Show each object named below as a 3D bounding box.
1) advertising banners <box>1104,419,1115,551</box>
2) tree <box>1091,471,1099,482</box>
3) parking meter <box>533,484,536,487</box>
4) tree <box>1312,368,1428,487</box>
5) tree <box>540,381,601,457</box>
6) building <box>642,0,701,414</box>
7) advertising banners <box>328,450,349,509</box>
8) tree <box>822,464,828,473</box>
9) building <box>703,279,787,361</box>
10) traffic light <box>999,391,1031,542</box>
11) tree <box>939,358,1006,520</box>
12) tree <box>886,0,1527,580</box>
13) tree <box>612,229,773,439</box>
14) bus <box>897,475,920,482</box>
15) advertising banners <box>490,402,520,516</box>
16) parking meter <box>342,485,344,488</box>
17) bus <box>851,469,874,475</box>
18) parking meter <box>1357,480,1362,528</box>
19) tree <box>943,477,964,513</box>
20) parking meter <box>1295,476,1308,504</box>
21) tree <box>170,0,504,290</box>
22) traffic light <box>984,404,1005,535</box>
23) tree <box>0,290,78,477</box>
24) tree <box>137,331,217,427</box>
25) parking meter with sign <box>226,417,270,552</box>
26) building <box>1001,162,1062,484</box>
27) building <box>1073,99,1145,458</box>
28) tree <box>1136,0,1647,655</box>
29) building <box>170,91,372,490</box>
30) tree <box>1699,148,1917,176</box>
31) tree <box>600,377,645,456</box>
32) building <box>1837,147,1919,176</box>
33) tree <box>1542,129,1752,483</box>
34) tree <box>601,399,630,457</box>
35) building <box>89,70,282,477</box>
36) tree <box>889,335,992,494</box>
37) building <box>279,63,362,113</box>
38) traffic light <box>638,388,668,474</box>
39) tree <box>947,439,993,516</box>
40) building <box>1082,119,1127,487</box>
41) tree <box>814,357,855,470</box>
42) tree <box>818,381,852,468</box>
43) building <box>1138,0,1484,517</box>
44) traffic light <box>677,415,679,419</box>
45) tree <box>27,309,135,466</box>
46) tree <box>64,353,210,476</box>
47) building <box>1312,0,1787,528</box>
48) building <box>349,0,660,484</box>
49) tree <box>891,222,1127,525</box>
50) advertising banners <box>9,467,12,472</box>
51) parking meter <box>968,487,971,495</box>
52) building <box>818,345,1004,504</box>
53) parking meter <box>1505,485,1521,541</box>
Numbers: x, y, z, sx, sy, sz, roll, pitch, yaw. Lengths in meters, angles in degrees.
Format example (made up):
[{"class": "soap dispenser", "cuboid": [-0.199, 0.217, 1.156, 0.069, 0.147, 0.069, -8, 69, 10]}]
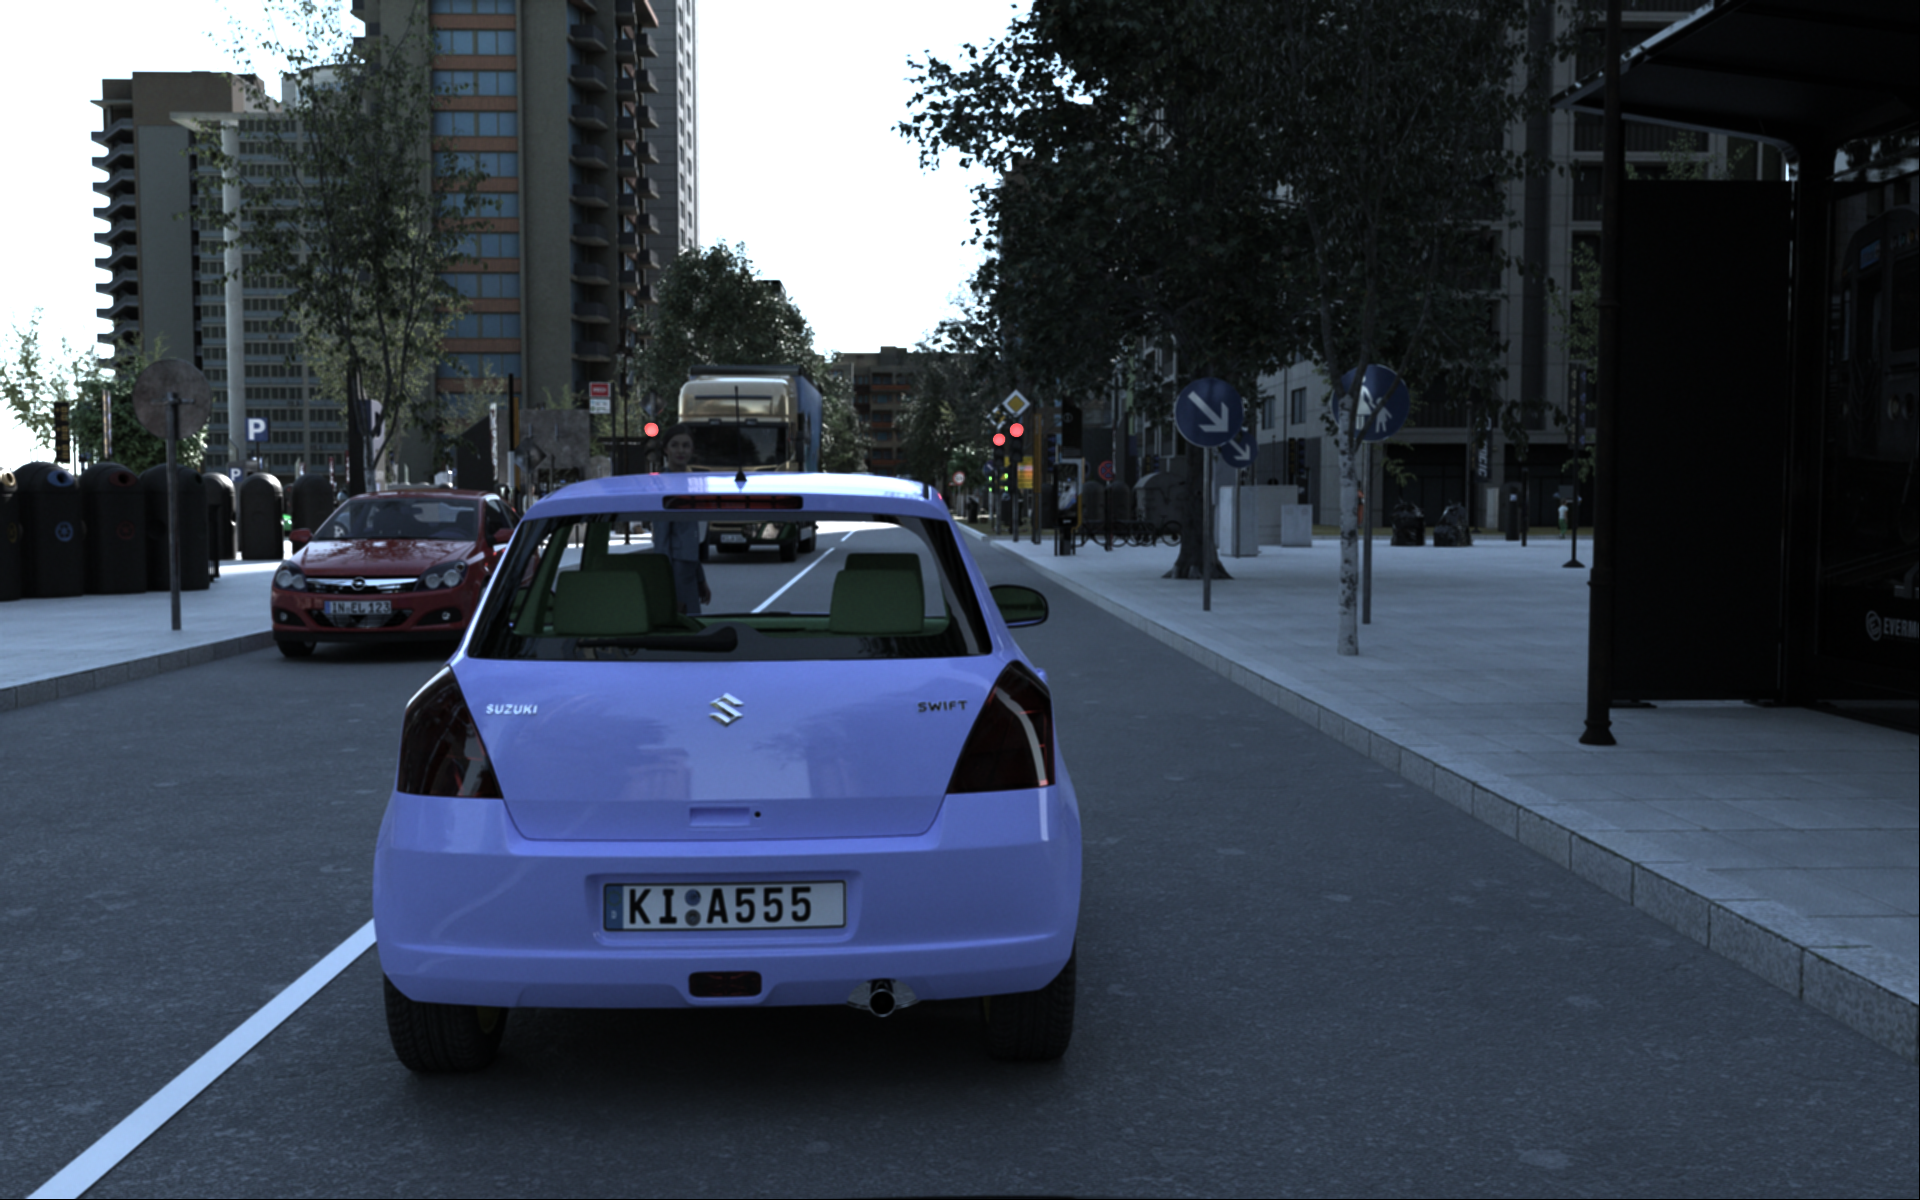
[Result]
[{"class": "advertising banners", "cuboid": [3.449, -2.657, 39.631, 0.090, 3.025, 2.074, 1, 4, 10]}, {"class": "tree", "cuboid": [9.208, -8.001, 125.424, 1.663, 3.219, 1.824, 0, 3, 0]}, {"class": "parking meter", "cuboid": [-19.701, -4.525, 79.703, 0.399, 1.863, 0.255, 3, 5, 40]}, {"class": "tree", "cuboid": [14.415, -6.752, 60.756, 4.737, 8.622, 4.395, 0, 3, 0]}, {"class": "tree", "cuboid": [-26.142, -9.942, 112.918, 4.737, 8.622, 4.395, 0, 3, 0]}, {"class": "building", "cuboid": [-38.100, -45.316, 179.160, 20.611, 71.187, 20.563, 0, 4, -2]}, {"class": "advertising banners", "cuboid": [-24.415, -4.401, 68.143, 0.090, 3.025, 2.074, 1, 4, 10]}, {"class": "tree", "cuboid": [-12.318, -9.588, 140.473, 4.285, 4.588, 4.351, 0, 3, 0]}, {"class": "building", "cuboid": [-30.384, -28.208, 232.908, 14.107, 30.474, 14.160, 0, 4, -2]}, {"class": "traffic light", "cuboid": [1.477, -3.515, 46.397, 0.839, 4.253, 0.868, 0, 4, -2]}, {"class": "tree", "cuboid": [1.359, -8.346, 86.824, 4.360, 8.622, 3.978, 0, 3, 0]}, {"class": "tree", "cuboid": [3.693, -6.662, 25.927, 9.611, 12.733, 9.660, 0, 3, 0]}, {"class": "tree", "cuboid": [-10.542, -9.697, 75.548, 9.611, 12.733, 9.660, 0, 3, 0]}, {"class": "bus", "cuboid": [-5.294, -10.843, 172.144, 2.948, 3.499, 13.247, 0, 4, -3]}, {"class": "advertising banners", "cuboid": [-8.561, -2.223, 32.540, 0.090, 3.025, 2.074, -2, 4, -27]}, {"class": "parking meter", "cuboid": [-36.347, -5.919, 102.480, 0.399, 1.863, 0.255, 0, 4, 3]}, {"class": "bus", "cuboid": [-8.601, -9.347, 147.690, 2.948, 3.499, 13.247, 0, 4, -1]}, {"class": "parking meter", "cuboid": [14.761, -3.605, 64.657, 0.399, 1.863, 0.255, 3, 4, 37]}, {"class": "tree", "cuboid": [-0.134, -7.677, 120.118, 1.663, 3.219, 1.824, 0, 3, 0]}, {"class": "parking meter", "cuboid": [11.137, -3.107, 56.511, 0.399, 1.863, 0.255, 0, 4, 4]}, {"class": "tree", "cuboid": [-7.774, -4.409, 22.452, 4.360, 8.622, 3.978, 0, 3, 0]}, {"class": "traffic light", "cuboid": [1.192, -4.003, 54.377, 0.839, 4.253, 0.868, 0, 4, -2]}, {"class": "tree", "cuboid": [-33.442, -6.885, 62.926, 4.737, 8.622, 4.395, 0, 3, 0]}, {"class": "tree", "cuboid": [-35.617, -7.747, 77.022, 4.737, 8.622, 4.395, 0, 3, 0]}, {"class": "parking meter with sign", "cuboid": [-16.025, -2.592, 38.640, 0.543, 3.016, 1.738, 0, 4, 3]}, {"class": "building", "cuboid": [12.701, -35.689, 233.617, 14.200, 45.320, 14.600, 0, 4, -2]}, {"class": "building", "cuboid": [18.343, -30.663, 184.937, 14.154, 41.232, 14.086, 0, 4, -2]}, {"class": "tree", "cuboid": [3.102, -3.852, 13.343, 4.360, 8.622, 3.978, 0, 3, 0]}, {"class": "building", "cuboid": [-60.166, -29.433, 173.110, 23.993, 40.220, 32.217, 0, 4, -2]}, {"class": "tree", "cuboid": [14.604, -4.795, 28.763, 4.360, 8.622, 3.978, 0, 3, 0]}, {"class": "tree", "cuboid": [-20.203, -9.540, 106.338, 4.360, 8.622, 3.978, 0, 3, 0]}, {"class": "building", "cuboid": [57.624, -32.843, 78.984, 28.212, 58.520, 21.231, 0, 4, -2]}, {"class": "tree", "cuboid": [13.823, -5.162, 34.754, 4.737, 8.622, 4.395, 0, 3, 0]}, {"class": "tree", "cuboid": [-25.475, -10.769, 126.440, 4.737, 8.622, 4.395, 0, 3, 0]}, {"class": "building", "cuboid": [-79.981, -32.467, 180.947, 14.200, 45.320, 14.600, 0, 4, -2]}, {"class": "tree", "cuboid": [-1.845, -21.068, 200.347, 12.611, 20.169, 13.585, 0, 3, 0]}, {"class": "building", "cuboid": [-75.660, -42.366, 234.689, 28.212, 58.520, 21.231, 0, 4, -2]}, {"class": "traffic light", "cuboid": [-8.127, -3.493, 46.038, 0.839, 4.253, 0.868, 0, 4, -2]}, {"class": "tree", "cuboid": [0.703, -7.314, 103.299, 4.285, 4.588, 4.351, 0, 3, 0]}, {"class": "building", "cuboid": [23.001, -51.898, 161.206, 22.319, 86.520, 31.000, 0, 4, -2]}, {"class": "tree", "cuboid": [-11.827, -11.939, 120.950, 9.928, 11.665, 9.643, 0, 3, 0]}, {"class": "tree", "cuboid": [-11.749, -12.093, 132.138, 7.601, 10.594, 8.767, -1, 4, -19]}, {"class": "building", "cuboid": [22.151, -41.616, 118.678, 20.563, 71.187, 20.611, 0, 4, -2]}, {"class": "traffic light", "cuboid": [-8.413, -3.982, 54.018, 0.839, 4.253, 0.868, 0, 4, -2]}, {"class": "tree", "cuboid": [-34.452, -7.221, 68.422, 4.360, 8.622, 3.978, 0, 3, 0]}, {"class": "tree", "cuboid": [-19.255, -3.489, 40.752, 4.285, 4.588, 4.351, 0, 3, 0]}, {"class": "building", "cuboid": [25.329, -38.931, 74.771, 20.611, 71.187, 20.563, 0, 4, -2]}, {"class": "building", "cuboid": [-36.759, -29.815, 142.093, 22.147, 44.769, 28.867, 0, 4, -2]}, {"class": "tree", "cuboid": [2.380, -9.948, 73.022, 12.009, 13.543, 11.850, 0, 3, 0]}, {"class": "advertising banners", "cuboid": [-61.274, -7.038, 111.263, 2.074, 3.025, 0.090, 3, 5, 40]}, {"class": "parking meter", "cuboid": [0.654, -6.135, 106.010, 0.255, 1.863, 0.399, 0, 4, -7]}, {"class": "building", "cuboid": [-9.111, -24.236, 241.301, 28.899, 21.520, 27.650, 0, 4, -2]}, {"class": "parking meter", "cuboid": [15.217, -2.400, 47.650, 0.372, 1.533, 0.369, 0, 3, 0]}]
